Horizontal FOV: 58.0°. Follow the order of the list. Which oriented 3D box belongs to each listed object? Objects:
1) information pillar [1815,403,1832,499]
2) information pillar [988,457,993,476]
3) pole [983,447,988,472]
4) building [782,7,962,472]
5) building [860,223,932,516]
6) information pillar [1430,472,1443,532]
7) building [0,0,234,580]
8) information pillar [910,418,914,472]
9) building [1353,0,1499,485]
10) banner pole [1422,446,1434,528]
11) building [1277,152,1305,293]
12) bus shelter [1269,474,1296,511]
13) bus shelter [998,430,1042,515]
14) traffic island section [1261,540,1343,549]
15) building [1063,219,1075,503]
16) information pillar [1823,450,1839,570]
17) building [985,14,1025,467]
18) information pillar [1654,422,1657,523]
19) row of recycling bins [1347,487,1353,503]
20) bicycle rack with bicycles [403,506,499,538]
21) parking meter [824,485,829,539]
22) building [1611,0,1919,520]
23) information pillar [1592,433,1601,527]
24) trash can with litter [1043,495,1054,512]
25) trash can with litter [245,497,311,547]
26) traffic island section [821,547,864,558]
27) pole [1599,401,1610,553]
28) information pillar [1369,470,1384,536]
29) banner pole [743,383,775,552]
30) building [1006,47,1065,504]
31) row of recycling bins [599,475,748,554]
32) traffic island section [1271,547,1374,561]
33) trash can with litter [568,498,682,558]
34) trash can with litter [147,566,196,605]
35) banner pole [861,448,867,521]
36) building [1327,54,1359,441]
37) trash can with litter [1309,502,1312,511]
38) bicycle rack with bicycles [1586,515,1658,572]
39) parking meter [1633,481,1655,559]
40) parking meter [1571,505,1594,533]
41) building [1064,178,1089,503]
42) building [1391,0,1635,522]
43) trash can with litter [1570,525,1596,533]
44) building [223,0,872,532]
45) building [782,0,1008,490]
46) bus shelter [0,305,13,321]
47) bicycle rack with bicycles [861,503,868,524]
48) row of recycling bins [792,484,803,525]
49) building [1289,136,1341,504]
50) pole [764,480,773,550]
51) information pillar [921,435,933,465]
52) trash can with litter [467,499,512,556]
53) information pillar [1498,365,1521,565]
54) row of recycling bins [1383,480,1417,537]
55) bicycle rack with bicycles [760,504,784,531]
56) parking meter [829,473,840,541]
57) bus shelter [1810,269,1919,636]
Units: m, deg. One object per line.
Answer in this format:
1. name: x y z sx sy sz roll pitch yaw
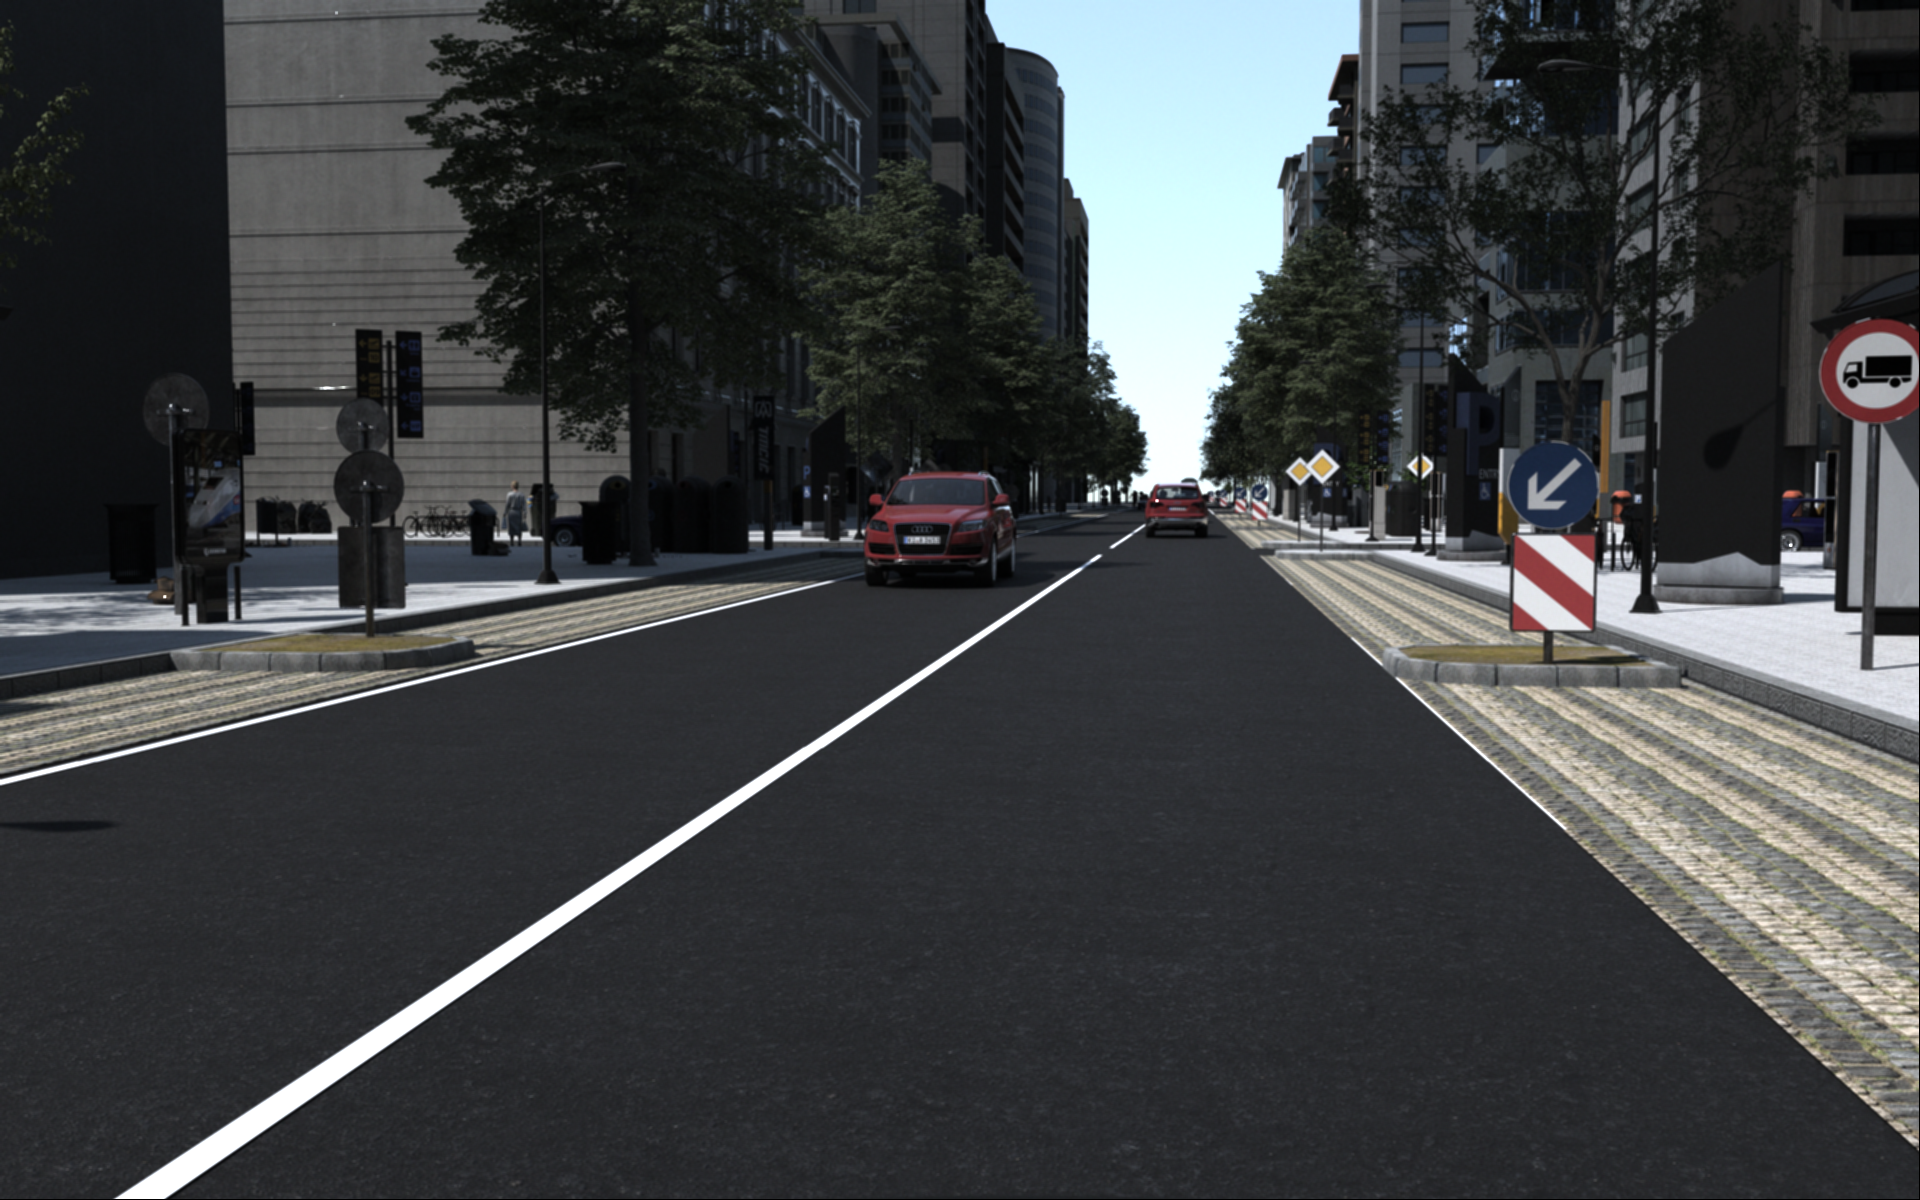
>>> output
1. information pillar: 22.237 -3.259 44.635 0.504 3.616 0.183 -2 4 -26
2. information pillar: 1.636 -6.439 96.632 0.504 3.616 0.183 0 4 6
3. pole: 1.101 -4.945 74.687 0.158 3.312 0.155 0 3 0
4. building: -15.258 -27.260 137.577 32.217 40.220 23.993 0 4 8
5. building: -8.049 -15.021 110.214 10.561 19.102 19.286 0 4 8
6. information pillar: 16.089 -3.303 58.495 0.304 2.012 0.304 3 4 37
7. building: -26.006 -14.322 27.673 24.014 27.812 14.314 0 4 8
8. information pillar: -1.496 -3.820 53.806 0.183 3.616 0.504 0 4 3
9. building: 43.322 -36.690 141.878 21.231 58.520 28.212 0 4 8
10. banner pole: 17.659 -4.581 64.917 0.401 3.779 0.863 -1 4 -13
11. building: 62.749 -41.089 261.037 28.713 52.752 27.495 0 4 8
12. bus shelter: 21.878 -7.558 117.497 2.014 3.302 5.546 0 4 8
13. bus shelter: 3.613 -7.953 107.662 2.179 5.291 8.768 0 4 7
14. traffic island section: 9.117 -1.479 46.466 2.009 0.180 2.903 0 4 8
15. building: 9.151 -34.705 251.013 14.154 41.232 14.086 0 4 8
16. information pillar: 14.873 -1.519 29.330 0.304 2.012 0.304 -1 4 -9
17. building: -4.895 -34.087 181.019 21.300 48.544 21.600 0 4 8
18. information pillar: 22.532 -3.983 56.473 0.183 3.616 0.504 -1 4 -11
19. row of recycling bins: 20.332 -5.009 89.010 3.534 1.692 1.069 3 4 37
20. bicycle rack with bicycles: -15.267 -2.354 51.870 2.925 0.926 2.852 -3 5 -41
21. parking meter: -3.728 -2.538 49.914 0.372 1.533 0.369 0 3 0
22. building: 31.582 -17.627 59.899 14.107 30.474 14.160 0 4 8
23. information pillar: 24.594 -4.614 66.801 0.504 3.616 0.183 0 4 -8
24. trash can with litter: 6.387 -6.751 121.430 1.678 1.210 2.233 1 4 8
25. trash can with litter: -17.143 -1.901 42.133 2.233 1.210 1.678 1 4 12
26. traffic island section: -1.942 -1.077 39.886 2.009 0.180 2.903 0 4 8
27. pole: 14.090 -2.693 37.877 0.158 3.312 0.155 0 3 0
28. information pillar: 12.689 -2.953 52.780 0.304 2.012 0.304 -1 4 -15
29. banner pole: -4.544 -2.981 38.751 0.863 3.779 0.401 0 4 -2
30. building: 2.188 -42.006 228.790 21.231 58.520 28.212 0 4 8
31. row of recycling bins: -6.285 -1.886 37.947 3.534 1.692 1.069 1 4 17
32. traffic island section: 8.061 -0.995 38.551 2.009 0.180 2.903 0 4 8
33. trash can with litter: -6.902 -1.471 35.109 2.233 1.210 1.678 2 4 27
34. trash can with litter: -9.057 -0.556 20.473 0.624 1.170 1.055 1 4 14
35. banner pole: -4.559 -5.661 82.580 0.401 3.779 0.863 1 4 14
36. building: 47.689 -31.567 170.739 22.147 44.769 28.867 0 4 8
37. trash can with litter: 14.637 -3.566 69.688 1.055 1.170 0.624 0 4 -5
38. bicycle rack with bicycles: 11.758 -0.958 29.041 2.852 0.926 2.925 1 4 22
39. parking meter: 13.450 -1.569 34.072 0.372 1.533 0.369 0 3 0
40. parking meter: 11.961 -1.684 33.252 0.399 1.863 0.255 1 4 17
41. building: 8.633 -39.473 269.086 21.300 48.544 21.600 0 4 8
42. building: 36.565 -47.635 91.498 22.319 86.520 31.000 0 4 8
43. trash can with litter: 18.118 -2.394 50.537 1.055 1.170 0.624 0 4 2
44. building: -15.939 -18.505 78.964 17.030 29.872 44.131 0 4 8
45. building: -6.154 -44.054 158.538 20.563 71.187 20.611 0 4 8
46. bus shelter: -9.405 -1.117 12.188 2.014 3.302 5.546 0 4 7
47. bicycle rack with bicycles: -2.902 -3.724 74.273 2.852 0.926 2.925 -1 4 -16
48. row of recycling bins: -6.065 -3.887 70.671 1.069 1.692 3.534 -1 4 -19
49. building: 55.701 -37.436 231.692 23.786 49.044 30.456 0 4 8
50. pole: -4.384 -2.796 39.561 0.158 3.312 0.155 0 3 0
51. information pillar: -1.277 -4.562 65.942 0.504 3.616 0.183 0 4 -6
52. trash can with litter: -9.801 -1.519 36.222 1.055 1.170 0.624 2 4 35
53. information pillar: 9.979 -2.451 31.425 0.504 3.616 0.183 -2 4 -35
54. row of recycling bins: 13.683 -2.847 53.669 1.069 1.692 3.534 0 4 7
55. bicycle rack with bicycles: -7.355 -2.872 60.346 2.852 0.926 2.925 0 4 6
56. parking meter: -3.437 -2.543 47.292 0.255 1.863 0.399 -1 4 -13
57. bus shelter: 8.450 -1.175 13.130 2.014 3.302 5.546 0 4 8
